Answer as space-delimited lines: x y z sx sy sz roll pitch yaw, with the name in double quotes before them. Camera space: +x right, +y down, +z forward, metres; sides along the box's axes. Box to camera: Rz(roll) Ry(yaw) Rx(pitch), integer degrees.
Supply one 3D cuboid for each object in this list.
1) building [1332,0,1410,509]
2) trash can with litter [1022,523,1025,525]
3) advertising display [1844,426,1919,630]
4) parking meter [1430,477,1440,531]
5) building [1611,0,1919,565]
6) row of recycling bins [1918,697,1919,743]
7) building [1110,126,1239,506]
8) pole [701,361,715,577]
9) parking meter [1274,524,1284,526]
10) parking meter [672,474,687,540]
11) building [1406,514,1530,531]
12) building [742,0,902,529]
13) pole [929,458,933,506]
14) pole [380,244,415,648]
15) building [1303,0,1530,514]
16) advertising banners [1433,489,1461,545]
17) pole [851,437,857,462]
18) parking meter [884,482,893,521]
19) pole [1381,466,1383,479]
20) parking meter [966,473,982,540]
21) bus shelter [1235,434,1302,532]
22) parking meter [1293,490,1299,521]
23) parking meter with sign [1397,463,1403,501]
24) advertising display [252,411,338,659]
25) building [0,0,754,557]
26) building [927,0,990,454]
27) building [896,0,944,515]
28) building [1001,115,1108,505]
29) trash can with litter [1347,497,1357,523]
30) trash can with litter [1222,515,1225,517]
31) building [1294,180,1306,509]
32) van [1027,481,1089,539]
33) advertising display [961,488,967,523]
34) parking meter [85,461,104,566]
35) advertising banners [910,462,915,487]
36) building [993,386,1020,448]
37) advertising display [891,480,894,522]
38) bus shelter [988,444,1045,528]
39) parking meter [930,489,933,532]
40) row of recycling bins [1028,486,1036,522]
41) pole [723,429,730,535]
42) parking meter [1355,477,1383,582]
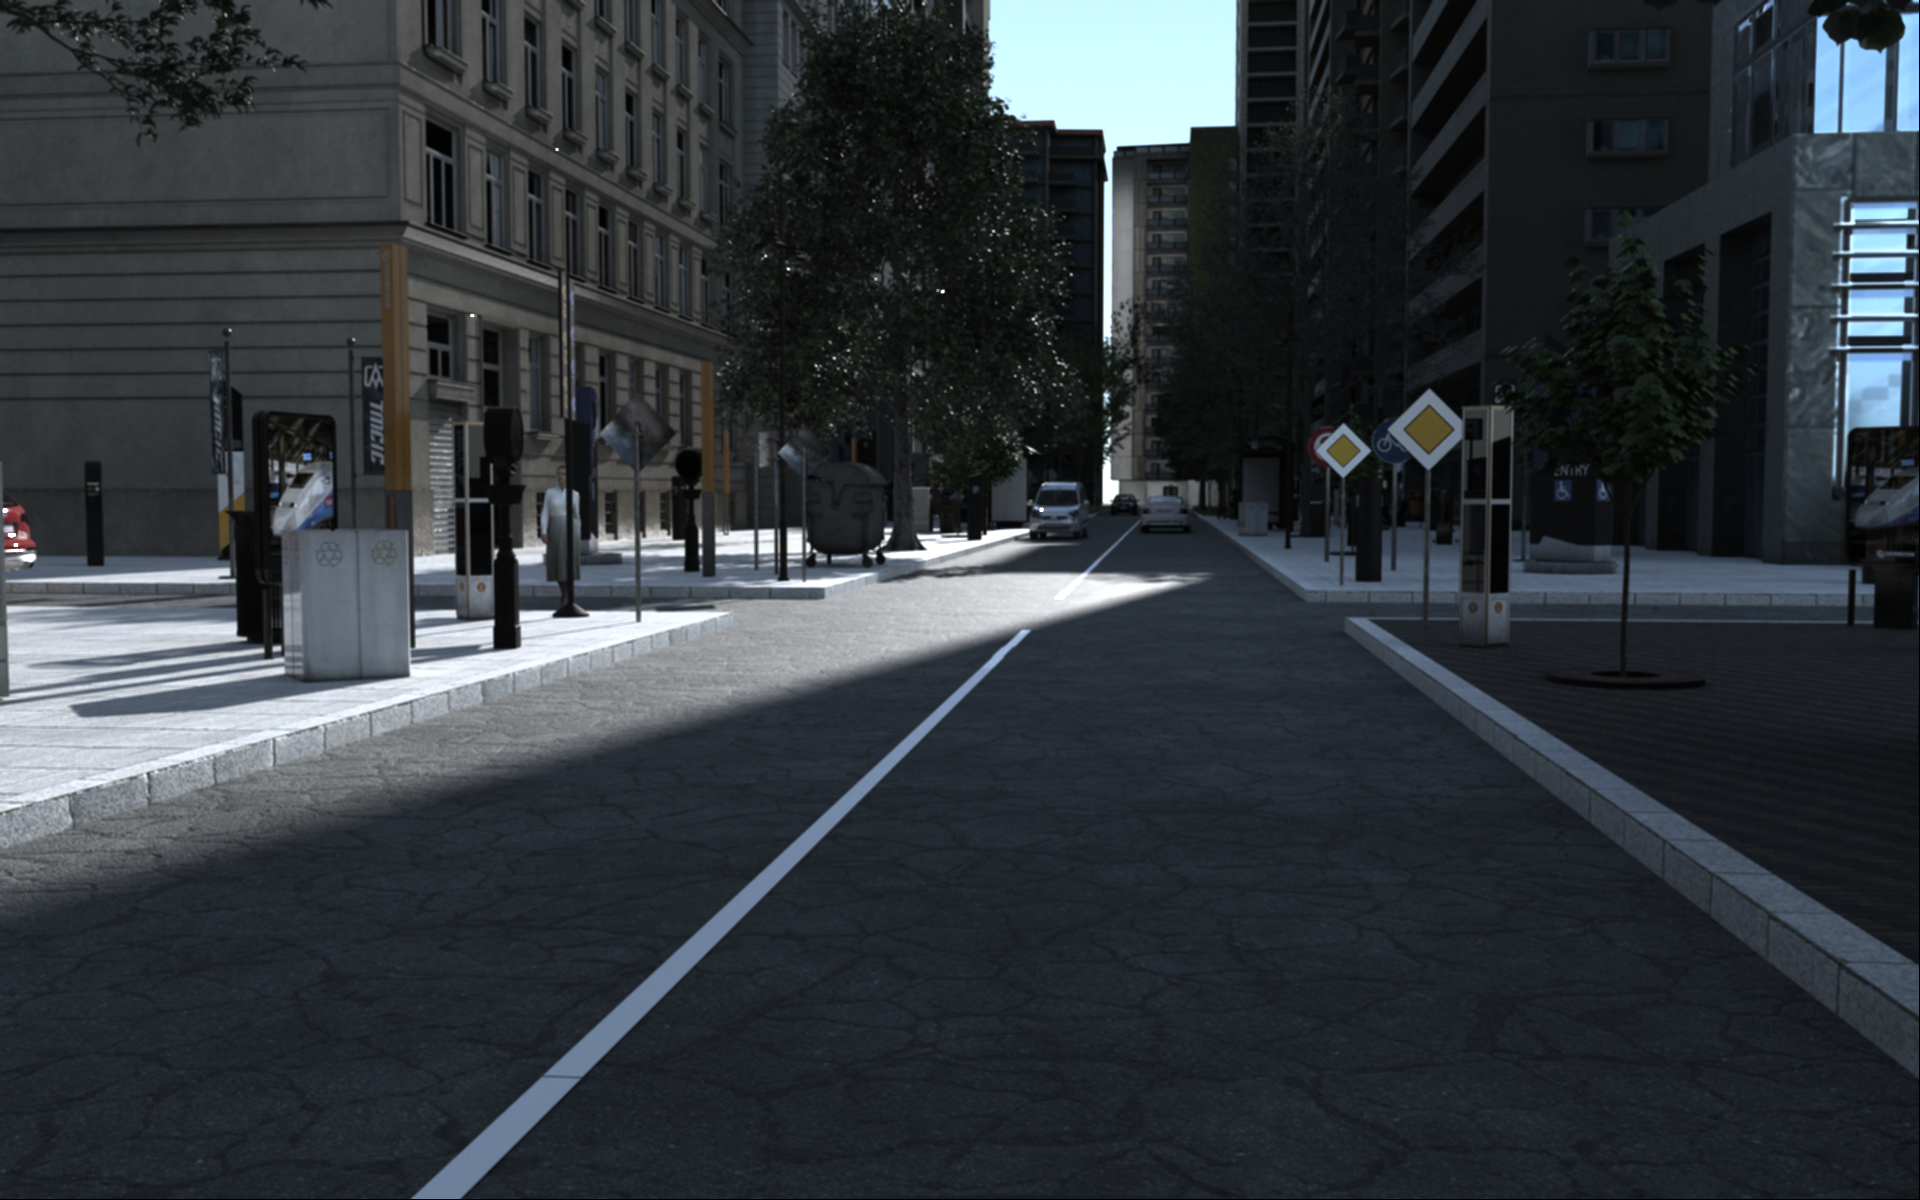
"building" 36.386 -28.094 113.963 22.147 44.769 28.867 0 4 7
"trash can with litter" 2.252 -3.674 71.451 0.624 1.170 1.055 -3 5 -43
"advertising display" 8.942 -0.690 16.502 0.123 1.923 0.974 -2 4 -35
"parking meter" 16.621 -3.367 60.756 0.255 1.863 0.399 -1 4 -17
"building" 31.591 -44.361 37.979 31.000 86.520 22.319 0 4 7
"row of recycling bins" 5.399 -0.005 7.200 1.069 1.692 3.534 0 4 -6
"building" 24.177 -31.359 196.319 14.086 41.232 14.154 0 4 7
"pole" -3.893 -2.014 26.767 0.158 3.312 0.155 0 3 0
"parking meter" 12.530 -3.808 67.973 0.399 1.863 0.255 0 4 -1
"parking meter" -7.878 -2.622 48.579 0.255 1.863 0.399 2 4 28
"building" 30.134 -27.199 68.408 21.300 48.544 21.600 0 4 7
"building" -10.200 -18.396 78.273 11.434 29.767 29.804 0 4 7
"pole" -1.626 -6.334 97.397 0.158 3.312 0.155 0 3 0
"pole" -4.647 -1.252 14.311 0.158 3.312 0.155 0 3 0
"building" 39.444 -31.508 138.849 21.300 48.544 21.600 0 4 7
"advertising banners" 12.801 -2.891 43.455 0.090 3.025 2.074 -3 5 -41
"pole" -3.812 -4.196 62.446 0.158 3.312 0.155 0 3 0
"parking meter" -3.397 -4.685 82.308 0.399 1.863 0.255 3 4 37
"pole" 23.491 -6.283 96.563 0.158 3.312 0.155 0 3 0
"parking meter" 0.390 -2.607 48.337 0.399 1.863 0.255 -1 4 -18
"bus shelter" 10.760 -4.090 60.788 2.014 3.302 5.546 0 4 7
"parking meter" 15.861 -4.503 82.035 0.372 1.533 0.369 0 3 0
"parking meter with sign" 24.577 -6.128 96.460 0.543 3.016 1.738 1 4 12
"advertising display" -5.290 -0.527 13.835 0.123 1.923 0.974 1 4 12
"building" -16.651 -13.204 49.163 16.112 22.955 30.059 0 4 7
"building" -5.439 -27.224 128.703 14.154 41.232 14.086 0 4 7
"building" -10.663 -41.140 110.885 20.563 71.187 20.611 0 4 7
"building" 2.613 -33.562 203.360 28.867 44.769 22.147 0 4 7
"trash can with litter" 17.387 -3.971 76.316 0.624 1.170 1.055 -1 4 -14
"trash can with litter" 15.148 -5.132 94.966 1.678 1.210 2.233 -3 5 -43
"building" 37.433 -23.602 157.589 14.160 30.474 14.107 0 4 7
"van" 3.233 -3.002 56.096 2.013 2.044 4.112 1 4 9
"advertising display" 0.200 -4.430 77.645 0.974 1.923 0.123 0 4 -5
"parking meter" -15.454 -1.542 30.919 0.255 1.863 0.399 -2 4 -24
"advertising banners" -3.469 -6.096 95.851 2.074 3.025 0.090 1 4 20
"building" -10.918 -51.660 157.309 31.000 86.520 22.319 0 4 7
"advertising display" -2.913 -4.499 78.766 0.123 1.923 0.974 1 4 18
"bus shelter" 2.103 -4.520 67.833 2.014 3.302 5.546 0 4 7
"parking meter" -1.102 -3.074 58.670 0.372 1.533 0.369 0 3 0
"row of recycling bins" 3.069 -4.556 81.607 1.069 1.692 3.534 0 4 5
"pole" -7.330 -3.699 54.330 0.158 3.312 0.155 0 3 0
"parking meter" 6.006 -1.040 25.423 0.372 1.533 0.369 0 3 0
